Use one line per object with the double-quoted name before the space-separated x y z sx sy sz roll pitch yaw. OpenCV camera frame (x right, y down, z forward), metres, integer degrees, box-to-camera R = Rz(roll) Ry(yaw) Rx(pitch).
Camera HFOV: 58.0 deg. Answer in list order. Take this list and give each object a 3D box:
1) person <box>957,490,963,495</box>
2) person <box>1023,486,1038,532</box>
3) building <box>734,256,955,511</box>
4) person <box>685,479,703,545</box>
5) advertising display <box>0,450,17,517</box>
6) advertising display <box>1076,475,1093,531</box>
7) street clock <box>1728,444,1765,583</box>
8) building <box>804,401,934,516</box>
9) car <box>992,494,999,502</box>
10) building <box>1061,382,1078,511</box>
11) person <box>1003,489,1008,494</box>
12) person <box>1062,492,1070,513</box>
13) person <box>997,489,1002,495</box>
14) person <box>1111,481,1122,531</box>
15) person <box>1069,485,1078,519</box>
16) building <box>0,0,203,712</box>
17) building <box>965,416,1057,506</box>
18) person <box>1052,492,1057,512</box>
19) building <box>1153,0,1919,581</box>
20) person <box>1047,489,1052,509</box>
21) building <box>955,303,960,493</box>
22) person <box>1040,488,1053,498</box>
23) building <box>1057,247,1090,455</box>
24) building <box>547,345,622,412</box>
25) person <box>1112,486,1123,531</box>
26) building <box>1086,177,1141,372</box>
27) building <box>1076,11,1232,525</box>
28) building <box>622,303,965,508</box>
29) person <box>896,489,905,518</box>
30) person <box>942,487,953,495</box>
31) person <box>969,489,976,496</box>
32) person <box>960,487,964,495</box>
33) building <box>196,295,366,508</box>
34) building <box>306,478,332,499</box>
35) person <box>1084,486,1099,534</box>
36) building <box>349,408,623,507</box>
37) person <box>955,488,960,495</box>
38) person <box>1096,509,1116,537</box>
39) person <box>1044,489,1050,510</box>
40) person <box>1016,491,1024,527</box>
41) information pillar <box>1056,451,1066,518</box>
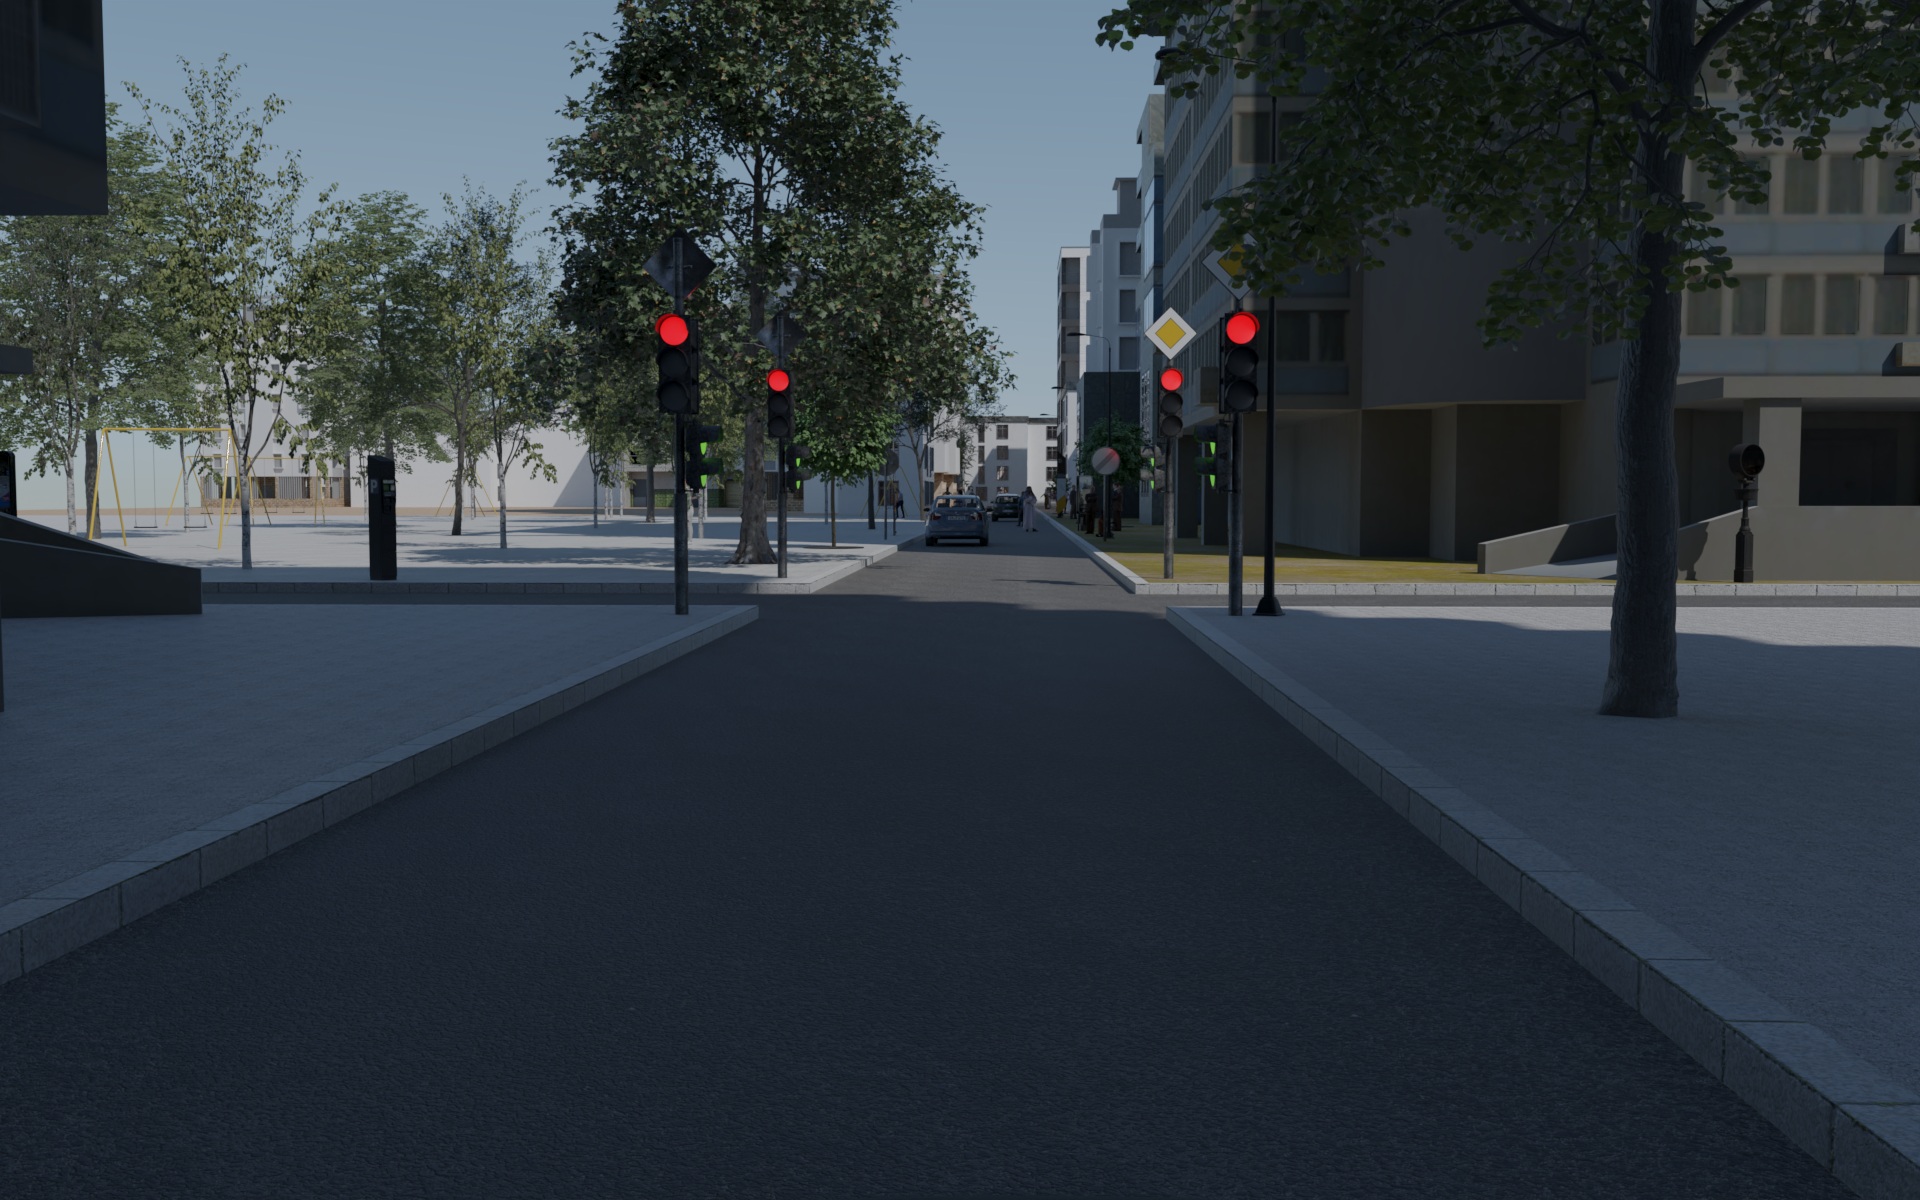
"person" -0.022 -3.017 59.794 0.435 1.587 0.963 2 4 29
"person" 2.648 -3.477 66.018 0.551 1.740 0.621 -3 5 -43
"building" -8.800 -17.078 135.644 16.016 20.091 11.380 0 4 2
"person" -6.955 -2.274 43.943 0.841 1.734 0.376 2 4 35
"advertising display" -14.514 -1.257 25.759 0.974 1.923 0.123 0 4 5
"advertising display" 4.345 -3.380 60.475 0.123 1.923 0.974 2 4 33
"street clock" 11.353 -1.252 25.038 0.471 2.002 0.358 -1 4 -22
"building" -6.138 -10.644 116.181 9.099 9.664 28.070 0 4 2
"car" 3.264 -7.002 124.703 2.015 1.641 3.980 0 4 2
"building" 12.469 -11.451 129.364 9.099 9.664 28.070 0 4 2
"person" 3.454 -7.549 131.925 1.348 1.824 0.705 2 4 31
"person" 7.077 -6.689 116.350 0.756 1.711 0.436 0 4 -6
"person" 3.290 -7.858 136.853 0.599 1.838 0.709 -3 4 -39
"person" 5.427 -3.286 60.578 0.445 1.727 0.742 0 4 3
"person" 5.868 -5.003 88.394 0.434 1.755 0.990 2 4 35
"building" -17.009 -19.065 3.597 23.993 40.220 32.217 0 4 2
"building" 7.422 -15.197 190.625 28.070 9.664 9.099 0 4 2
"person" 7.028 -7.184 126.738 0.697 1.427 0.421 -3 4 -38
"building" 17.256 -21.312 40.337 23.993 40.220 32.217 0 4 2
"person" 7.644 -8.658 148.273 0.551 1.740 0.621 3 4 36
"building" -7.996 -17.798 147.412 16.016 20.091 11.380 0 4 2
"person" 7.643 -8.882 151.286 1.348 1.821 0.705 -1 4 -21
"building" 22.796 -19.273 159.088 27.936 21.610 32.646 0 4 2
"building" -40.247 -20.709 195.011 11.380 20.091 16.016 0 4 2
"person" 5.423 -3.148 59.785 0.388 1.546 0.482 0 4 4
"building" 16.039 -15.458 109.159 16.016 20.091 11.380 0 4 2
"building" 17.511 -47.151 83.586 22.319 86.520 31.000 0 4 2
"building" -15.484 -18.509 169.073 31.486 18.905 16.747 0 4 2
"person" -3.249 -5.154 92.523 0.590 1.554 0.614 1 4 10
"person" -0.784 -6.621 115.023 1.217 1.735 0.721 -2 4 -24
"person" 1.270 -10.466 177.145 0.705 1.826 1.348 -3 5 -41
"person" 0.102 -7.733 132.558 0.705 1.814 1.350 -1 4 -19
"building" -66.413 -19.260 171.326 11.380 20.091 16.016 0 4 2
"building" -60.050 -15.355 193.196 28.070 9.664 9.099 0 4 2
"person" 4.241 -2.895 55.643 0.482 1.546 0.388 1 4 14
"building" -45.843 -14.175 173.909 28.070 9.664 9.099 0 4 2
"person" -0.024 -8.125 139.410 0.617 1.759 0.750 2 4 27
"person" 4.388 -2.289 51.753 0.655 0.850 0.859 2 4 28
"person" 7.256 -8.386 143.887 0.721 1.736 1.217 2 4 24
"person" 2.707 -3.981 75.802 0.499 1.552 0.429 0 4 -6
"information pillar" 5.407 -6.190 92.560 0.504 3.616 0.183 0 4 5
